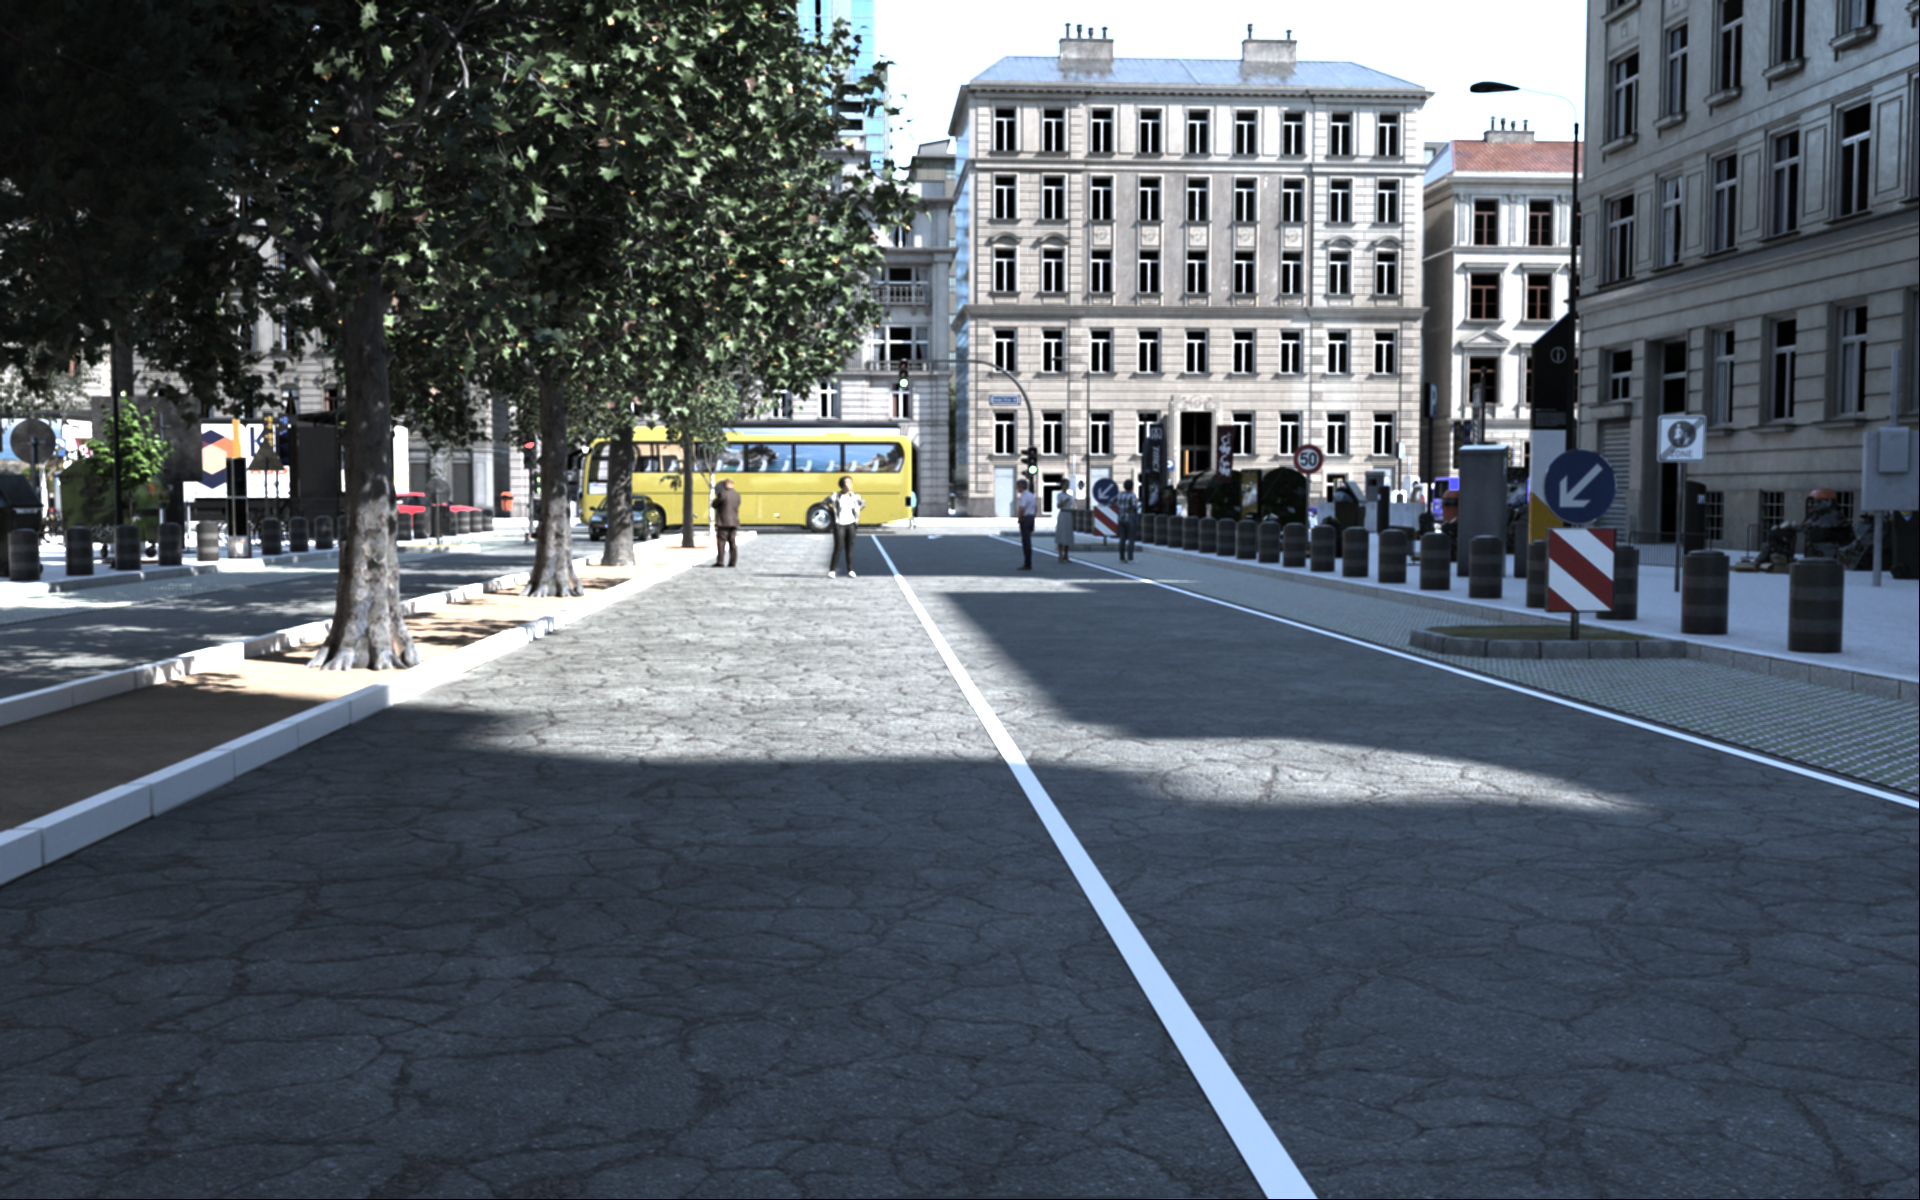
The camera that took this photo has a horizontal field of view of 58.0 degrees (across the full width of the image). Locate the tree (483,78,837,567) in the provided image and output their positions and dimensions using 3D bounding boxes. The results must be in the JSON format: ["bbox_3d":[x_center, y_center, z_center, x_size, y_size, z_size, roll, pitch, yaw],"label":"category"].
[{"bbox_3d":[-6.759,-7.632,33.893,9.857,13.997,8.962,0,3,0],"label":"tree"}]

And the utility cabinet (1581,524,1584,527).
[{"bbox_3d":[14.562,-1.885,41.975,1.020,1.237,0.306,3,5,39],"label":"utility cabinet"}]

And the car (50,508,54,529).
[{"bbox_3d":[-35.376,-3.794,71.071,4.494,1.783,2.155,0,4,-4],"label":"car"}]

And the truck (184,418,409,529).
[{"bbox_3d":[-26.817,-4.676,65.361,11.283,4.237,2.839,0,4,-5],"label":"truck"}]

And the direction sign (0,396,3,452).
[{"bbox_3d":[-18.207,-2.461,32.240,0.876,3.537,0.379,1,4,10],"label":"direction sign"}]

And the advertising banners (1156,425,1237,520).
[{"bbox_3d":[6.027,-2.938,44.232,2.074,3.025,0.090,1,4,19],"label":"advertising banners"}]

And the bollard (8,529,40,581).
[{"bbox_3d":[-13.826,-0.665,25.593,0.404,0.777,0.398,0,3,0],"label":"bollard"}]

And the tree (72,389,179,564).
[{"bbox_3d":[-15.493,-2.287,32.000,1.663,3.219,1.824,0,3,0],"label":"tree"}]

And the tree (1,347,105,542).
[{"bbox_3d":[-24.645,-5.866,46.278,4.360,8.622,3.978,0,3,0],"label":"tree"}]

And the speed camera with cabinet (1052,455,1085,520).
[{"bbox_3d":[5.417,-5.633,86.440,0.660,3.252,2.038,3,5,40],"label":"speed camera with cabinet"}]

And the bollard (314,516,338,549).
[{"bbox_3d":[-14.785,-1.562,40.253,0.404,0.777,0.398,0,3,0],"label":"bollard"}]

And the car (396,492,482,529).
[{"bbox_3d":[-18.763,-3.182,61.060,4.494,1.783,2.155,0,4,-2],"label":"car"}]

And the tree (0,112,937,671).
[{"bbox_3d":[-4.909,-5.790,14.140,9.611,12.733,9.660,0,3,0],"label":"tree"}]

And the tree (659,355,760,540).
[{"bbox_3d":[-7.684,-6.147,53.318,4.360,8.622,3.978,0,3,0],"label":"tree"}]

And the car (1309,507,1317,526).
[{"bbox_3d":[14.431,-3.907,76.456,3.894,1.354,1.945,0,4,-5],"label":"car"}]

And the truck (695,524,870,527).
[{"bbox_3d":[-7.658,-5.340,76.223,11.283,4.237,2.839,0,4,-3],"label":"truck"}]

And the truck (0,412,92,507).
[{"bbox_3d":[-36.471,-4.370,60.370,11.283,4.237,2.839,0,4,-4],"label":"truck"}]

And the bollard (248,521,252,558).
[{"bbox_3d":[-14.426,-1.225,34.743,0.404,0.777,0.398,0,3,0],"label":"bollard"}]

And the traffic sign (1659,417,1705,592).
[{"bbox_3d":[9.412,-1.256,22.665,0.606,2.300,0.079,0,4,3],"label":"traffic sign"}]

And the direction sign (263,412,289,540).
[{"bbox_3d":[-18.969,-3.431,48.102,0.379,3.537,0.876,2,4,26],"label":"direction sign"}]

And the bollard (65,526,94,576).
[{"bbox_3d":[-13.949,-0.778,27.430,0.404,0.777,0.398,0,3,0],"label":"bollard"}]

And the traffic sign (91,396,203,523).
[{"bbox_3d":[-16.907,-2.579,36.039,2.265,3.308,0.079,0,4,-1],"label":"traffic sign"}]

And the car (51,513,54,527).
[{"bbox_3d":[-33.277,-3.501,67.470,3.980,1.641,2.015,0,4,-4],"label":"car"}]

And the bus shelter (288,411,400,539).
[{"bbox_3d":[-17.857,-3.638,50.771,1.731,3.624,6.357,0,4,-4],"label":"bus shelter"}]

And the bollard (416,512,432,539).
[{"bbox_3d":[-15.386,-2.120,49.386,0.404,0.777,0.398,0,3,0],"label":"bollard"}]

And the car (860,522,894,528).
[{"bbox_3d":[-4.777,-3.869,73.487,3.980,1.641,2.015,0,4,-4],"label":"car"}]

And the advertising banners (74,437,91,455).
[{"bbox_3d":[-26.493,-3.530,53.906,0.090,3.025,2.074,3,4,37],"label":"advertising banners"}]

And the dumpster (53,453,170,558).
[{"bbox_3d":[-16.691,-1.933,34.100,1.502,2.255,1.985,0,4,-4],"label":"dumpster"}]

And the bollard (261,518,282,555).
[{"bbox_3d":[-14.543,-1.338,36.586,0.404,0.777,0.398,0,3,0],"label":"bollard"}]

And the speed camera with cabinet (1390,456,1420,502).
[{"bbox_3d":[22.984,-5.845,89.897,2.038,3.252,0.660,-3,4,-36],"label":"speed camera with cabinet"}]

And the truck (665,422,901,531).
[{"bbox_3d":[-8.045,-4.889,68.846,11.283,4.237,2.839,0,4,-5],"label":"truck"}]

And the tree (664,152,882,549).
[{"bbox_3d":[-7.098,-8.079,44.921,12.009,13.543,11.850,0,3,0],"label":"tree"}]

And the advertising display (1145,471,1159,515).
[{"bbox_3d":[5.435,-2.681,49.042,0.123,1.923,0.974,2,4,24],"label":"advertising display"}]

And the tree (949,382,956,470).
[{"bbox_3d":[-2.061,-15.877,167.005,7.806,13.903,7.818,0,3,0],"label":"tree"}]

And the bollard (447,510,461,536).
[{"bbox_3d":[-15.624,-2.344,53.045,0.404,0.777,0.398,0,3,0],"label":"bollard"}]

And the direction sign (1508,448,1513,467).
[{"bbox_3d":[27.040,-5.697,85.149,0.379,3.537,0.876,2,4,33],"label":"direction sign"}]

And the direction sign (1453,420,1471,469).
[{"bbox_3d":[15.525,-3.769,53.625,0.379,3.537,0.876,-1,4,-18],"label":"direction sign"}]

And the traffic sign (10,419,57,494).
[{"bbox_3d":[-15.647,-1.783,29.258,0.768,2.556,0.104,0,4,-2],"label":"traffic sign"}]

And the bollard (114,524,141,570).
[{"bbox_3d":[-14.067,-0.890,29.273,0.404,0.777,0.398,0,3,0],"label":"bollard"}]

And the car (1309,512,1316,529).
[{"bbox_3d":[10.757,-3.142,63.378,4.499,1.417,2.014,0,4,-2],"label":"car"}]

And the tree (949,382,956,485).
[{"bbox_3d":[-3.051,-16.931,183.475,9.857,13.997,8.962,0,3,0],"label":"tree"}]

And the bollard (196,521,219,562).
[{"bbox_3d":[-14.300,-1.113,32.920,0.404,0.777,0.398,0,3,0],"label":"bollard"}]

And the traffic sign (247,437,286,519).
[{"bbox_3d":[-15.930,-2.432,39.773,0.884,2.594,0.081,0,4,-2],"label":"traffic sign"}]

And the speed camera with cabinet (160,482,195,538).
[{"bbox_3d":[-23.112,-3.414,50.161,2.038,3.252,0.660,2,4,27],"label":"speed camera with cabinet"}]

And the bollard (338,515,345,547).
[{"bbox_3d":[-14.909,-1.674,42.079,0.404,0.777,0.398,0,3,0],"label":"bollard"}]

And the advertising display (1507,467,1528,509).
[{"bbox_3d":[13.112,-2.200,41.180,0.974,1.923,0.123,-2,4,-31],"label":"advertising display"}]

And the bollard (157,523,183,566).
[{"bbox_3d":[-14.186,-1.002,31.096,0.404,0.777,0.398,0,3,0],"label":"bollard"}]

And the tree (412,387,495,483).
[{"bbox_3d":[-25.017,-8.176,84.044,4.360,8.622,3.978,0,3,0],"label":"tree"}]

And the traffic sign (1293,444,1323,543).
[{"bbox_3d":[8.903,-2.706,44.355,0.768,2.556,0.104,0,4,2],"label":"traffic sign"}]

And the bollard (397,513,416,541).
[{"bbox_3d":[-15.264,-2.009,47.562,0.404,0.777,0.398,0,3,0],"label":"bollard"}]

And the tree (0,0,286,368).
[{"bbox_3d":[-4.946,-4.976,5.873,6.751,12.117,7.091,0,3,0],"label":"tree"}]

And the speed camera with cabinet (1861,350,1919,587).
[{"bbox_3d":[13.560,-1.801,23.788,2.038,3.252,0.660,1,4,22],"label":"speed camera with cabinet"}]

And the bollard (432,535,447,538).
[{"bbox_3d":[-15.506,-2.233,51.219,0.404,0.777,0.398,0,3,0],"label":"bollard"}]

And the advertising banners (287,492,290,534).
[{"bbox_3d":[-20.168,-3.497,53.360,0.090,3.025,2.074,0,4,7],"label":"advertising banners"}]

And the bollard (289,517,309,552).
[{"bbox_3d":[-14.669,-1.450,38.421,0.404,0.777,0.398,0,3,0],"label":"bollard"}]

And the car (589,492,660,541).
[{"bbox_3d":[-10.392,-2.690,53.775,2.009,1.686,4.222,0,4,-2],"label":"car"}]

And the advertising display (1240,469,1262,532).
[{"bbox_3d":[7.470,-2.402,44.481,0.123,1.923,0.974,-1,4,-17],"label":"advertising display"}]

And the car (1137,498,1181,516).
[{"bbox_3d":[8.008,-3.731,73.012,4.499,1.417,2.014,0,4,-6],"label":"car"}]
